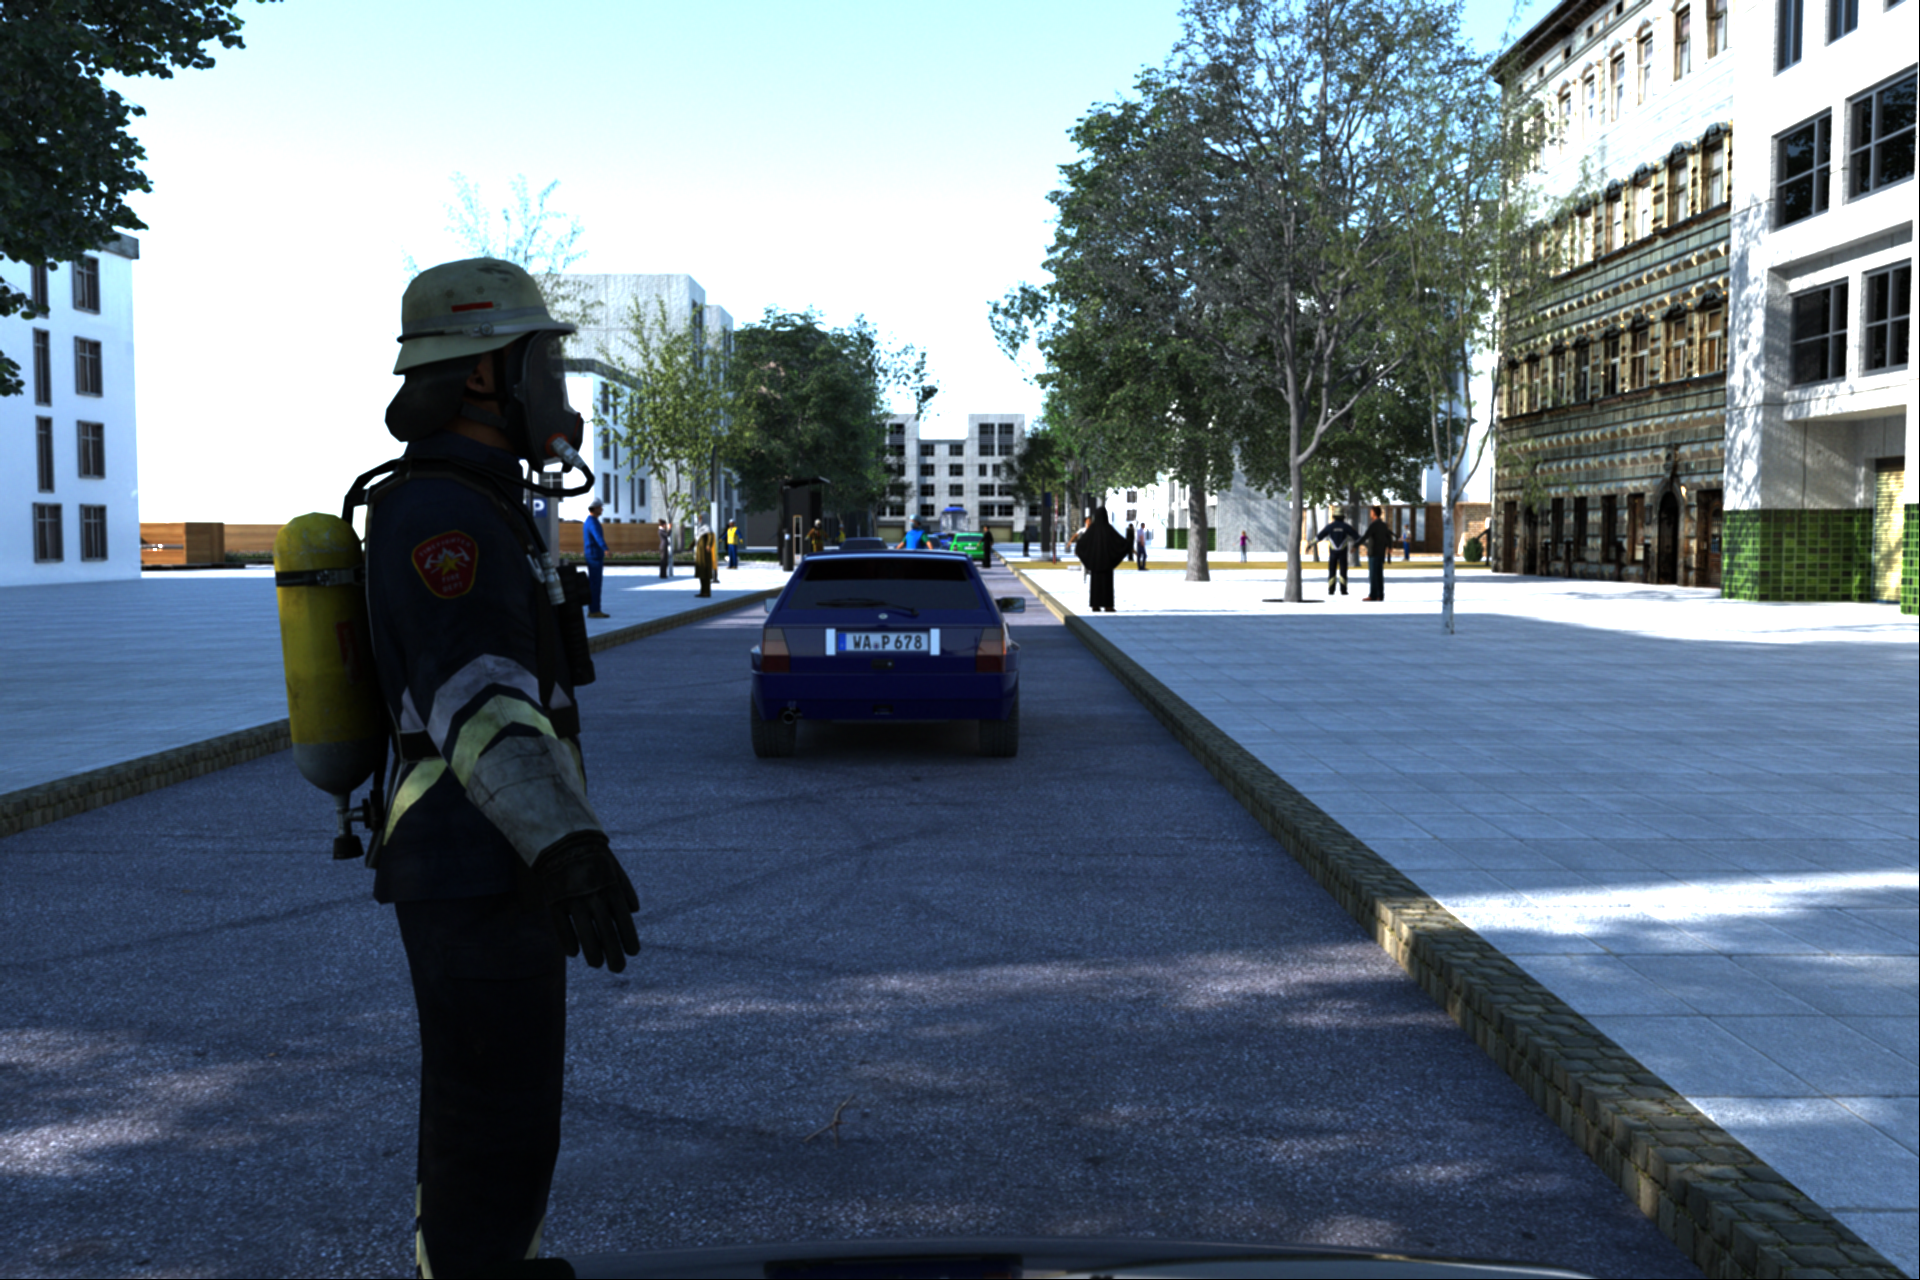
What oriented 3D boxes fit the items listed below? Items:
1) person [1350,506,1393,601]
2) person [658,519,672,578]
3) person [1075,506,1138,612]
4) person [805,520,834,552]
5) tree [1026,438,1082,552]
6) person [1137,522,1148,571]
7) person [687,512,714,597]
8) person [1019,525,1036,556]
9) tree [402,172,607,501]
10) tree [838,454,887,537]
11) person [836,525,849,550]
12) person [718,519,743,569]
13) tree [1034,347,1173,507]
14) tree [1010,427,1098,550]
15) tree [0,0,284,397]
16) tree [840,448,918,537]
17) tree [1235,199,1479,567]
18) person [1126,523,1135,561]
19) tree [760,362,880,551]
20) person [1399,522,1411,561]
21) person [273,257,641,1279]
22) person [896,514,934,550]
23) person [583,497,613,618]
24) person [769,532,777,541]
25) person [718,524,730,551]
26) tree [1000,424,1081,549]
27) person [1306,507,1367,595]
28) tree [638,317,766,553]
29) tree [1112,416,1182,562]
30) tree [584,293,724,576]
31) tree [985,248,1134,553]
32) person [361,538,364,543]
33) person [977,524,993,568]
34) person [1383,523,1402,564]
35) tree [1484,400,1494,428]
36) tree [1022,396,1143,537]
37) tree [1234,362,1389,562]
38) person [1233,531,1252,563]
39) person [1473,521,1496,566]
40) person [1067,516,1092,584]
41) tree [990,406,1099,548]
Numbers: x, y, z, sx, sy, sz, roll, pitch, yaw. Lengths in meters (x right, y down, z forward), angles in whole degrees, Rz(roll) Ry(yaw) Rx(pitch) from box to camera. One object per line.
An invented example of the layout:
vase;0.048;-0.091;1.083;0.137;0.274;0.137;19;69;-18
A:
person;7.950;-1.660;33.203;1.348;1.821;0.705;-3;5;-43
person;-8.447;-2.638;49.983;0.742;1.727;0.445;3;5;40
person;2.386;-1.331;28.549;1.214;1.737;0.721;3;4;38
person;-5.597;-3.834;68.461;1.354;1.858;0.705;-3;4;-36
tree;7.032;-10.677;124.931;4.737;8.622;4.395;0;3;0
person;6.456;-3.314;61.169;0.436;1.711;0.756;0;4;5
person;-5.272;-1.736;35.164;0.721;1.736;1.217;-2;4;-28
person;3.824;-5.703;99.378;0.705;1.813;1.348;3;5;44
tree;-8.659;-5.166;34.828;4.360;8.622;3.978;0;3;0
tree;-8.176;-11.311;135.297;4.360;8.622;3.978;0;3;0
person;-5.996;-5.038;88.843;0.721;1.772;1.216;2;4;33
person;-8.385;-3.533;63.737;1.349;1.833;0.705;3;5;43
tree;7.404;-9.961;88.618;9.928;11.665;9.643;0;3;0
tree;7.530;-12.281;135.199;7.601;10.594;8.767;-1;4;-19
tree;-9.507;-6.497;12.878;9.857;13.997;8.962;0;3;0
tree;-8.139;-14.218;166.882;8.767;10.594;7.601;-2;4;-27
tree;15.405;-9.840;67.546;9.857;13.997;8.962;0;3;0
person;8.240;-4.707;83.139;0.705;1.806;1.347;-1;4;-19
tree;-8.555;-10.948;104.757;9.928;11.665;9.643;0;3;0
person;21.472;-4.740;83.354;0.705;1.847;1.347;0;4;-6
person;-0.724;0.337;2.732;0.705;1.856;1.354;-1;4;-19
person;-0.898;-1.554;33.987;0.704;1.817;1.347;-3;5;-43
person;-5.578;-1.268;26.612;0.705;1.842;1.347;-1;4;-22
person;-9.980;-5.518;96.407;1.347;1.806;0.705;1;4;21
person;-13.104;-5.619;97.805;1.347;1.837;0.705;-3;5;-43
tree;7.290;-13.019;147.279;7.601;10.594;8.767;1;4;23
person;7.970;-1.871;36.461;1.351;1.845;0.704;1;4;17
tree;-8.868;-6.691;59.766;4.737;8.622;4.395;0;3;0
tree;7.978;-7.893;79.420;4.360;8.622;3.978;0;3;0
tree;-8.942;-6.236;52.326;4.737;8.622;4.395;0;3;0
tree;8.340;-15.801;114.233;12.611;20.169;13.585;0;3;0
person;-11.856;-1.794;35.505;0.704;1.807;1.345;2;4;30
person;1.116;-3.934;72.717;0.705;1.837;1.347;2;4;28
person;18.128;-4.083;73.480;1.216;1.740;0.721;0;4;-3
tree;28.901;-10.273;78.332;12.009;13.543;11.850;0;3;0
tree;7.444;-10.282;102.516;8.767;10.594;7.601;2;4;33
tree;15.988;-8.847;79.056;7.601;10.594;8.767;1;4;14
person;12.682;-4.186;77.704;0.991;1.433;0.599;-2;4;-25
person;21.570;-3.920;70.367;1.348;1.796;0.705;1;4;12
person;3.342;-2.318;44.664;1.217;1.739;0.721;-1;4;-13
tree;8.010;-15.260;159.866;12.009;13.543;11.850;0;3;0
